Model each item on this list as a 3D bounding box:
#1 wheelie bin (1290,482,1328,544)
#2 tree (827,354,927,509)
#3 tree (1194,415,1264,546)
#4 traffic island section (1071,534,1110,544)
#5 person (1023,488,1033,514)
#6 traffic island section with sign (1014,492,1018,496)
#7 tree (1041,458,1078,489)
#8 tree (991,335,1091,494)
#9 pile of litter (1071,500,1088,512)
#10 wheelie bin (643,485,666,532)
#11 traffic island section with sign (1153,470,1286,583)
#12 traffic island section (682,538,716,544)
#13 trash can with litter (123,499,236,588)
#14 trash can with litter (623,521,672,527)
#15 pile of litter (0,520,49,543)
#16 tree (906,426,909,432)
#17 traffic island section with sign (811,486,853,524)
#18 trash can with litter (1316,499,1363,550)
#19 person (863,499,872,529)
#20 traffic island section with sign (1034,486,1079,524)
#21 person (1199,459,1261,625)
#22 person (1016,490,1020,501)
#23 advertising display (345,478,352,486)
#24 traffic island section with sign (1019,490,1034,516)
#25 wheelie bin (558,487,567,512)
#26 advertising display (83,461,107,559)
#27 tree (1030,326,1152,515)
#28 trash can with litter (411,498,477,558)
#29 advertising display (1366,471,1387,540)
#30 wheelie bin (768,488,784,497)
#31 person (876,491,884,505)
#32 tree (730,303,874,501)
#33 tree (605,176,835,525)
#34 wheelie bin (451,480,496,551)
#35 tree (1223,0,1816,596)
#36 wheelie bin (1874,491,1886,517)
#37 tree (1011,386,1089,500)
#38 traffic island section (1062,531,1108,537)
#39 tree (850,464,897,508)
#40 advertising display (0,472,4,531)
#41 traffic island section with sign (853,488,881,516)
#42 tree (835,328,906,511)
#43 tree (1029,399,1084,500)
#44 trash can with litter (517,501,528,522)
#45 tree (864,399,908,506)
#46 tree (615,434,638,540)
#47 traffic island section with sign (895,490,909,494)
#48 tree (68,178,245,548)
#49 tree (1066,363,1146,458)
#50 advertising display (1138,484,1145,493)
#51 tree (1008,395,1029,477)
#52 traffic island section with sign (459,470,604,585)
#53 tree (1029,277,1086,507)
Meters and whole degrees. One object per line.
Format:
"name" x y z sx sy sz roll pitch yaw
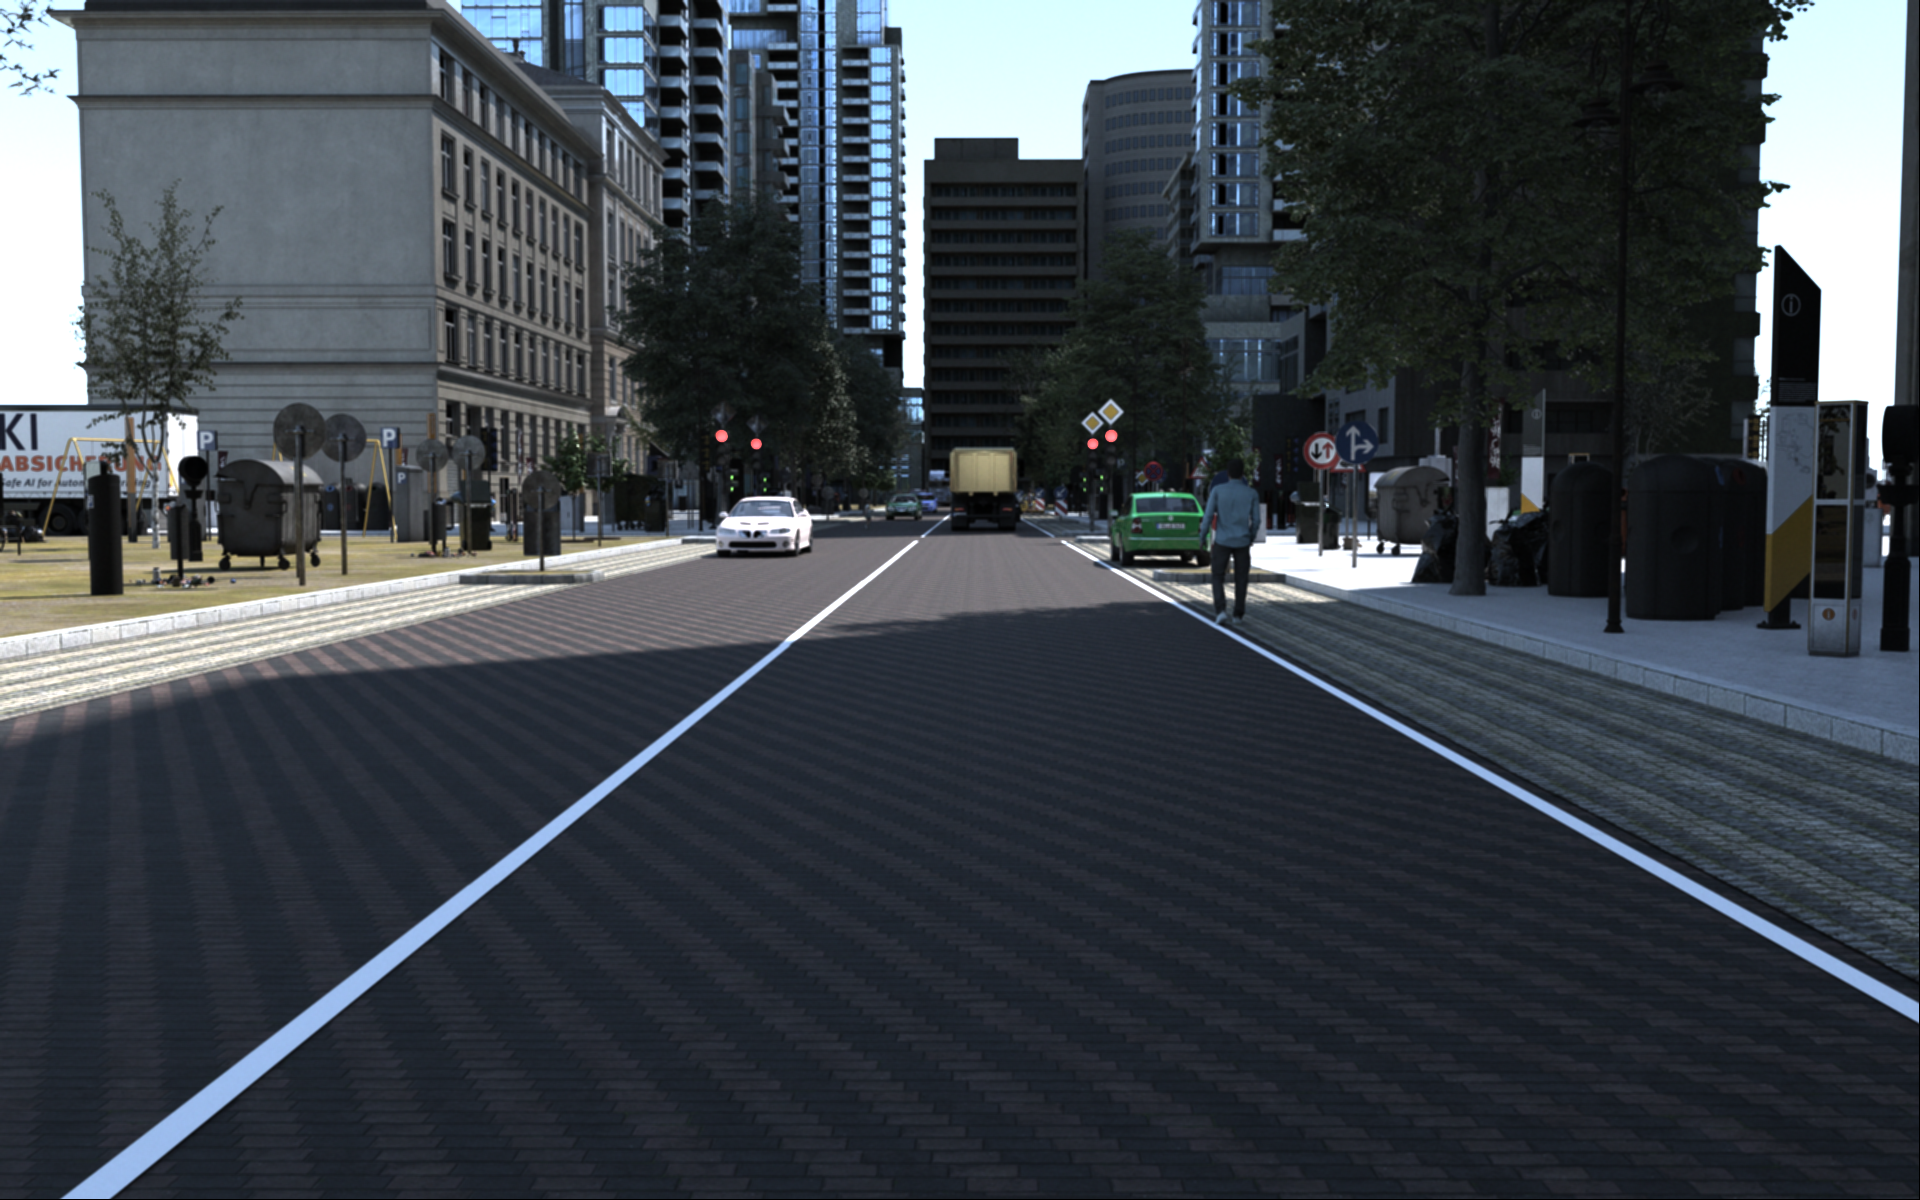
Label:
"wheelie bin" 9.051 -2.273 45.076 0.980 1.594 0.693 0 4 -4
"tree" -8.449 -14.699 150.694 12.009 13.543 11.850 0 3 0
"tree" 6.593 -2.940 42.673 1.663 3.219 1.824 0 3 0
"traffic island section" 4.445 -1.761 51.069 2.009 0.180 2.903 0 4 1
"person" 4.594 -6.514 115.092 0.778 1.811 0.616 1 4 10
"traffic island section with sign" 5.738 -10.969 187.971 1.989 1.847 2.006 0 4 1
"tree" 8.195 -9.537 139.640 4.285 4.588 4.351 0 3 0
"tree" 9.634 -21.322 204.508 12.611 20.169 13.585 0 3 0
"pile of litter" 8.343 -6.645 122.618 1.719 0.858 1.176 0 4 3
"wheelie bin" -10.288 -3.101 58.615 0.693 1.594 0.980 1 4 12
"traffic island section with sign" 4.236 -1.224 28.642 1.989 1.847 2.006 0 4 1
"traffic island section" -6.996 -1.768 51.181 2.009 0.180 2.903 0 4 1
"trash can with litter" -11.159 -0.822 24.493 1.678 1.210 2.233 -1 4 -23
"trash can with litter" -12.316 -3.475 67.878 2.233 1.210 1.678 -2 4 -26
"pile of litter" -25.034 -1.941 45.696 1.719 0.858 1.176 -1 4 -22
"tree" -8.870 -13.902 133.960 9.857 13.997 8.962 0 3 0
"traffic island section with sign" -6.356 -4.596 83.765 1.989 1.847 2.006 0 4 1
"trash can with litter" 8.738 -1.742 39.862 1.055 1.170 0.624 2 4 28
"person" -3.814 -3.483 70.460 0.382 1.210 0.505 -2 4 -29
"traffic island section with sign" 4.766 -4.625 84.249 1.989 1.847 2.006 0 4 1
"person" 2.966 -0.641 18.995 0.660 1.820 0.620 0 4 1
"person" 4.534 -7.639 133.743 0.624 1.780 0.694 0 4 4
"advertising display" -24.534 -3.927 69.427 0.123 1.923 0.974 0 4 -5
"traffic island section with sign" 5.010 -6.300 111.637 1.989 1.847 2.006 0 4 1
"wheelie bin" -17.270 -4.091 74.791 0.693 1.594 0.980 -3 4 -39
"advertising display" -16.815 -1.743 33.718 0.123 1.923 0.974 -3 5 -44
"tree" 8.154 -11.041 106.272 9.928 11.665 9.643 0 3 0
"trash can with litter" -10.488 -1.509 35.727 1.678 1.210 2.233 0 4 6
"advertising display" 11.878 -2.645 48.461 0.974 1.923 0.123 0 4 3
"wheelie bin" -9.687 -5.075 90.878 0.980 1.594 0.693 -2 4 -27
"person" -9.787 -12.598 214.553 1.350 1.814 0.705 1 4 15
"tree" -9.812 -11.246 100.876 9.611 12.733 9.660 0 3 0
"tree" -9.821 -10.058 71.109 9.857 13.997 8.962 0 3 0
"wheelie bin" -11.076 -1.925 39.384 0.980 1.594 0.693 -2 4 -29
"tree" 6.807 -6.349 21.933 7.486 12.596 7.792 0 3 0
"wheelie bin" 52.472 -5.561 98.824 0.693 1.594 0.980 1 4 18
"tree" 8.280 -13.177 149.861 7.601 10.594 8.767 1 4 23
"traffic island section" 4.520 -2.249 59.054 2.009 0.180 2.903 0 4 1
"tree" -8.937 -10.896 161.866 4.285 4.588 4.351 0 3 0
"advertising display" -28.285 -2.772 50.538 0.974 1.923 0.123 2 4 26
"traffic island section with sign" -6.110 -6.253 110.860 1.989 1.847 2.006 0 4 1
"tree" -9.457 -12.902 117.597 9.857 13.997 8.962 0 3 0
"tree" 7.369 -10.785 126.698 4.737 8.622 4.395 0 3 0
"trash can with litter" -19.841 -4.158 79.365 0.624 1.170 1.055 2 4 27
"tree" -9.001 -15.488 178.986 9.928 11.665 9.643 0 3 0
"tree" -10.232 -3.325 48.965 1.663 3.219 1.824 0 3 0
"traffic island section with sign" -5.629 -9.355 161.576 1.989 1.847 2.006 0 4 1
"tree" -19.067 -5.536 40.868 4.360 8.622 3.978 0 3 0
"tree" 8.035 -8.877 95.499 4.360 8.622 3.978 0 3 0
"advertising display" 9.403 -5.207 90.341 0.123 1.923 0.974 -1 4 -22
"tree" 8.704 -15.631 173.699 7.486 12.596 7.792 0 3 0
"traffic island section with sign" -6.887 -1.196 28.177 1.989 1.847 2.006 0 4 1
"tree" 7.658 -9.498 73.412 7.486 12.596 7.792 0 3 0
